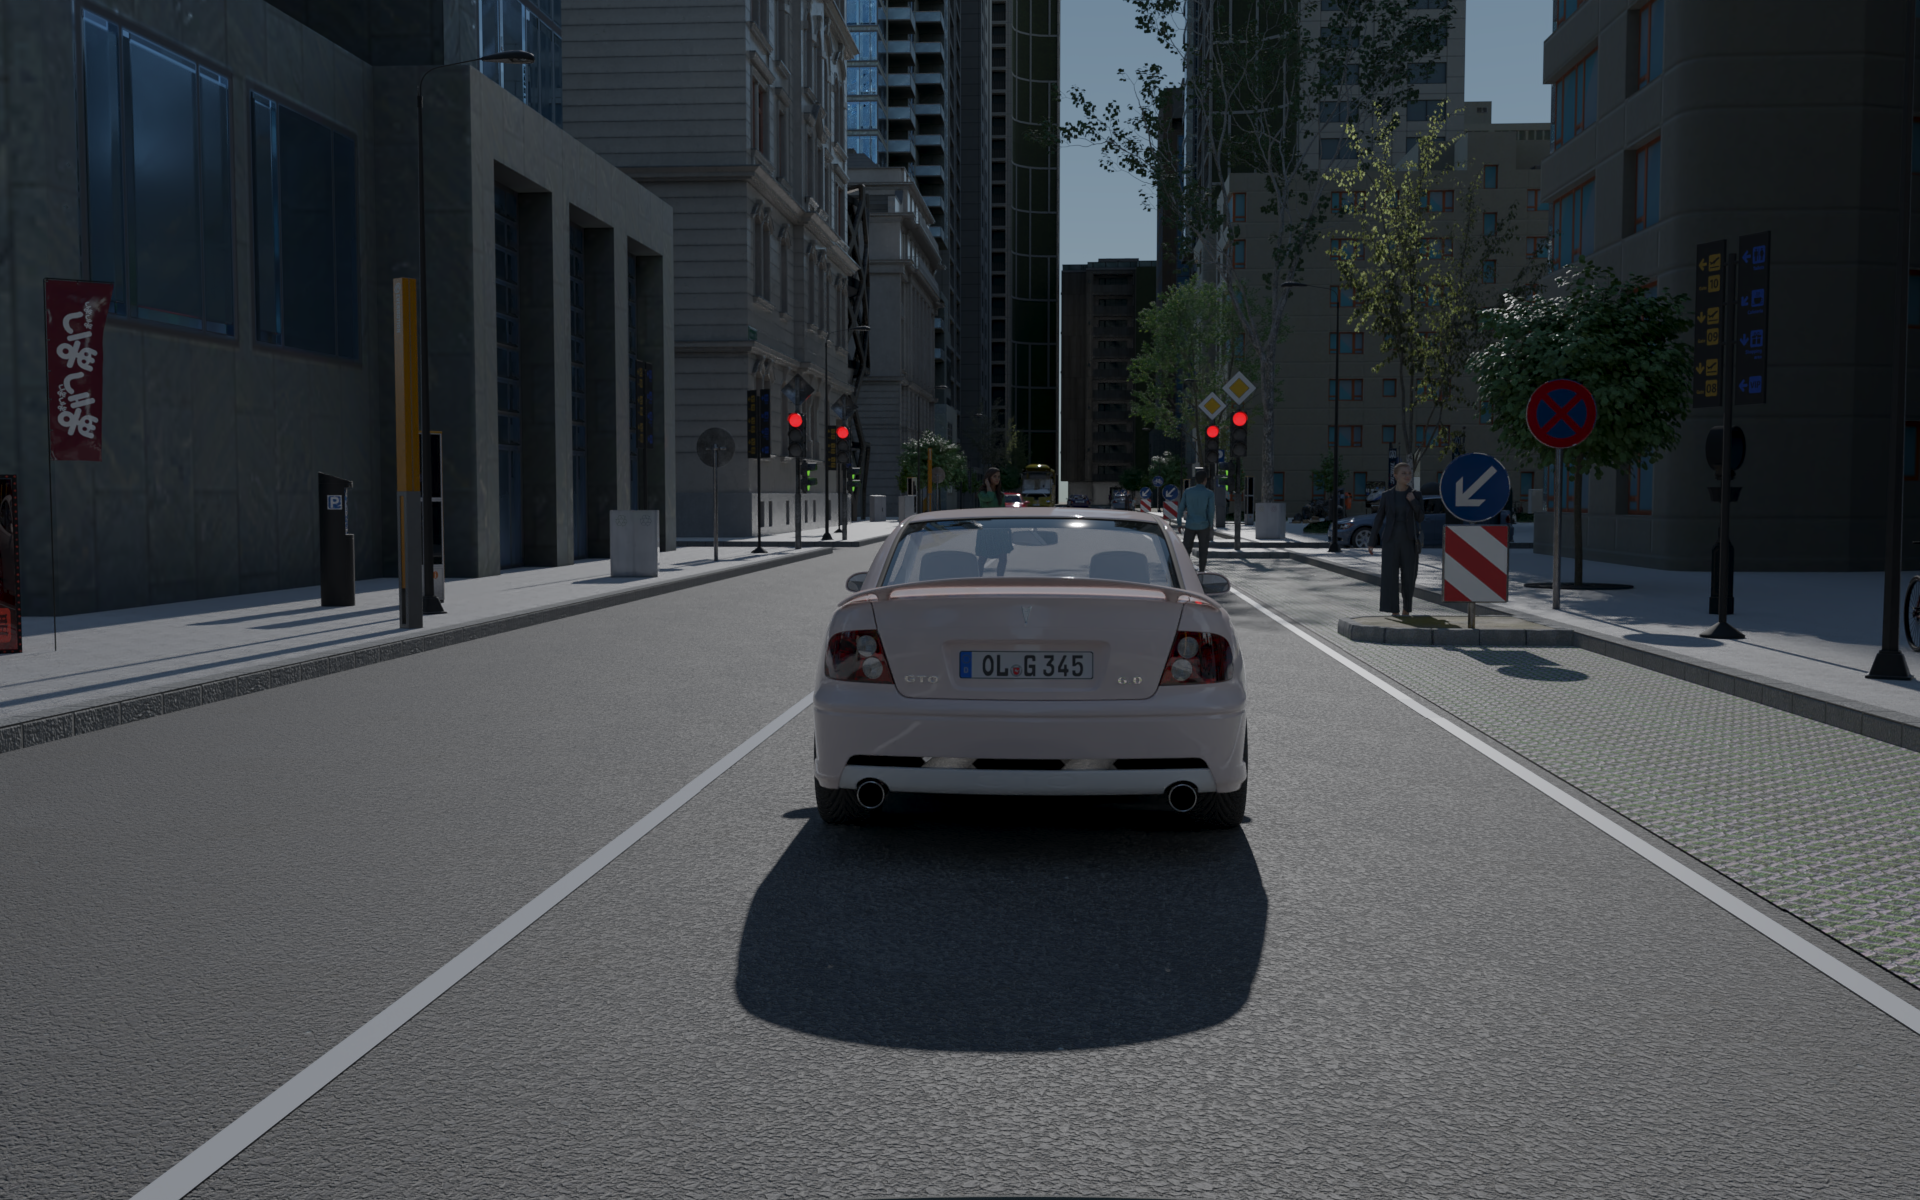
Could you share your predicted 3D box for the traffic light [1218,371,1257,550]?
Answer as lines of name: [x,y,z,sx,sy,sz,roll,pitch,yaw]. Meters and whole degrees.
traffic light: [6.337,-3.097,39.564,0.839,4.253,0.868,0,4,4]

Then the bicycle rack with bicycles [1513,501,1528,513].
bicycle rack with bicycles: [28.183,-4.667,89.686,2.852,0.926,2.925,2,4,35]

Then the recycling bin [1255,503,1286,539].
recycling bin: [8.887,-2.264,49.564,0.722,1.027,0.722,2,4,25]

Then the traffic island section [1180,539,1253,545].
traffic island section: [6.925,-1.551,47.642,2.009,0.180,2.903,0,4,4]

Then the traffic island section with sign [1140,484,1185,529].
traffic island section with sign: [8.618,-3.887,72.183,1.989,1.847,2.006,0,4,4]

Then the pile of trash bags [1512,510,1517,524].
pile of trash bags: [21.925,-3.937,74.124,3.447,1.369,1.912,0,4,-4]

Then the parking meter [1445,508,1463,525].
parking meter: [11.499,-2.111,40.221,0.399,1.863,0.255,2,4,34]

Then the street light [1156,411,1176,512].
street light: [11.753,-7.558,96.117,1.470,5.913,1.316,0,4,4]

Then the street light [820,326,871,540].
street light: [-3.170,-4.621,48.096,1.470,5.913,1.316,0,4,4]

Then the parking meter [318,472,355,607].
parking meter: [-7.137,-0.699,19.833,0.372,1.533,0.369,0,3,0]

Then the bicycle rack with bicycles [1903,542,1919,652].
bicycle rack with bicycles: [8.424,0.046,12.627,2.852,0.926,2.925,1,4,18]

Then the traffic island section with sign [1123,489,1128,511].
traffic island section with sign: [10.497,-5.542,99.240,1.989,1.847,2.006,0,4,4]

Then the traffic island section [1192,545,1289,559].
traffic island section: [6.376,-1.064,39.676,2.009,0.180,2.903,0,4,4]

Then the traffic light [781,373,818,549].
traffic light: [-3.752,-3.139,40.241,0.839,4.253,0.868,0,4,4]

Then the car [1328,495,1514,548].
car: [11.476,-1.913,43.272,4.499,1.417,2.014,0,4,2]

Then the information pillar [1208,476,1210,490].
information pillar: [10.419,-4.152,72.385,0.304,2.012,0.304,2,4,34]

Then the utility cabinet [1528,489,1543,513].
utility cabinet: [26.616,-4.319,79.289,1.173,1.500,0.318,-1,4,-15]

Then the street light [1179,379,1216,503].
street light: [9.736,-5.963,70.033,1.470,5.913,1.316,0,4,4]

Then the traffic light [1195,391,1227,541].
traffic light: [6.886,-3.585,47.531,0.839,4.253,0.868,0,4,4]

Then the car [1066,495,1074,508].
car: [11.715,-9.938,174.842,2.083,1.381,4.827,0,4,3]

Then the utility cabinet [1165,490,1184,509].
utility cabinet: [13.263,-6.012,106.975,1.173,1.500,0.318,-2,4,-25]

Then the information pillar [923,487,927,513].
information pillar: [-1.933,-6.593,99.155,0.504,3.616,0.183,3,5,40]

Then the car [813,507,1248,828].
car: [0.385,0.214,8.856,2.083,1.381,4.827,0,4,3]

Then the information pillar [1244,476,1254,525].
information pillar: [11.935,-4.095,71.448,0.304,2.012,0.304,-1,4,-12]

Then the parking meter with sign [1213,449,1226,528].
parking meter with sign: [10.001,-4.317,66.838,0.543,3.016,1.738,0,4,3]

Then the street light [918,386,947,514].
street light: [-1.237,-6.240,74.569,1.470,5.913,1.316,0,4,4]

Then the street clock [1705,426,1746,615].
street clock: [8.129,-0.848,18.428,0.471,2.002,0.358,-3,5,-41]

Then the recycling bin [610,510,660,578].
recycling bin: [-5.058,-0.881,26.958,0.722,1.027,0.722,0,4,-7]

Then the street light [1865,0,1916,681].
street light: [5.942,-2.410,11.941,1.470,5.913,1.316,0,4,4]

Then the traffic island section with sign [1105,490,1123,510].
traffic island section with sign: [15.790,-10.245,176.138,1.989,1.847,2.006,0,4,4]

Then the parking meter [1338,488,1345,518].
parking meter: [15.968,-3.933,72.722,0.372,1.533,0.369,0,3,0]

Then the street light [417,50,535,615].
street light: [-5.149,-2.801,18.336,1.470,5.913,1.316,0,4,4]

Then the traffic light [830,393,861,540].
traffic light: [-3.203,-3.626,48.207,0.839,4.253,0.868,0,4,4]

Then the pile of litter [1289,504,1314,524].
pile of litter: [15.273,-3.784,75.829,1.719,0.858,1.176,1,4,11]

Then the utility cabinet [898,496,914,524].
utility cabinet: [-2.204,-3.664,71.062,0.306,1.237,1.020,1,4,21]

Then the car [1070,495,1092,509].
car: [10.525,-8.482,151.255,1.945,1.354,3.894,0,4,6]

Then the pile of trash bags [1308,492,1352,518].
pile of trash bags: [19.791,-5.032,92.029,1.912,1.369,3.447,3,5,44]

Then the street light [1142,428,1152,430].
street light: [13.578,-9.165,122.395,1.470,5.913,1.316,0,4,4]

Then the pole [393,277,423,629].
pole: [-5.252,-1.384,16.476,0.158,3.312,0.155,0,3,0]

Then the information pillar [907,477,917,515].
information pillar: [-2.111,-4.387,76.220,0.304,2.012,0.304,3,4,39]

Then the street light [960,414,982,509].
street light: [0.596,-7.836,100.665,1.470,5.913,1.316,0,4,4]

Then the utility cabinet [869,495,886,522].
utility cabinet: [-3.834,-4.270,80.971,0.306,1.237,1.020,2,4,30]

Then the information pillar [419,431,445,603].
information pillar: [-6.269,-0.966,20.287,0.304,2.012,0.304,2,4,25]

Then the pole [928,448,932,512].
pole: [-1.336,-5.074,76.802,0.158,3.312,0.155,0,3,0]

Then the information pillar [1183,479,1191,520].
information pillar: [11.196,-4.951,85.435,0.304,2.012,0.304,1,4,17]

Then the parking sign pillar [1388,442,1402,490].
parking sign pillar: [22.792,-6.253,90.703,1.447,3.967,1.447,2,4,26]

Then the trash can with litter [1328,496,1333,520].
trash can with litter: [13.448,-3.133,62.280,1.678,1.210,2.233,0,4,6]

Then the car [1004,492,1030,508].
car: [2.234,-4.441,81.645,2.155,1.783,4.494,0,4,4]

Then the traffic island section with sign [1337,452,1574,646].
traffic island section with sign: [4.835,-0.526,17.227,1.989,1.847,2.006,0,4,4]

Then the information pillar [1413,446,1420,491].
information pillar: [22.201,-5.681,84.236,0.504,3.616,0.183,-3,4,-39]

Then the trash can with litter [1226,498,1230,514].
trash can with litter: [13.590,-4.711,88.408,1.055,1.170,0.624,-3,5,-42]

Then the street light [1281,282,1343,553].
street light: [7.721,-4.006,38.041,1.470,5.913,1.316,0,4,4]

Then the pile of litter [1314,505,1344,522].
pile of litter: [14.929,-3.286,67.695,1.719,0.858,1.176,0,4,1]

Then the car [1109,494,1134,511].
car: [13.004,-7.769,139.019,2.014,1.417,4.499,0,4,4]
